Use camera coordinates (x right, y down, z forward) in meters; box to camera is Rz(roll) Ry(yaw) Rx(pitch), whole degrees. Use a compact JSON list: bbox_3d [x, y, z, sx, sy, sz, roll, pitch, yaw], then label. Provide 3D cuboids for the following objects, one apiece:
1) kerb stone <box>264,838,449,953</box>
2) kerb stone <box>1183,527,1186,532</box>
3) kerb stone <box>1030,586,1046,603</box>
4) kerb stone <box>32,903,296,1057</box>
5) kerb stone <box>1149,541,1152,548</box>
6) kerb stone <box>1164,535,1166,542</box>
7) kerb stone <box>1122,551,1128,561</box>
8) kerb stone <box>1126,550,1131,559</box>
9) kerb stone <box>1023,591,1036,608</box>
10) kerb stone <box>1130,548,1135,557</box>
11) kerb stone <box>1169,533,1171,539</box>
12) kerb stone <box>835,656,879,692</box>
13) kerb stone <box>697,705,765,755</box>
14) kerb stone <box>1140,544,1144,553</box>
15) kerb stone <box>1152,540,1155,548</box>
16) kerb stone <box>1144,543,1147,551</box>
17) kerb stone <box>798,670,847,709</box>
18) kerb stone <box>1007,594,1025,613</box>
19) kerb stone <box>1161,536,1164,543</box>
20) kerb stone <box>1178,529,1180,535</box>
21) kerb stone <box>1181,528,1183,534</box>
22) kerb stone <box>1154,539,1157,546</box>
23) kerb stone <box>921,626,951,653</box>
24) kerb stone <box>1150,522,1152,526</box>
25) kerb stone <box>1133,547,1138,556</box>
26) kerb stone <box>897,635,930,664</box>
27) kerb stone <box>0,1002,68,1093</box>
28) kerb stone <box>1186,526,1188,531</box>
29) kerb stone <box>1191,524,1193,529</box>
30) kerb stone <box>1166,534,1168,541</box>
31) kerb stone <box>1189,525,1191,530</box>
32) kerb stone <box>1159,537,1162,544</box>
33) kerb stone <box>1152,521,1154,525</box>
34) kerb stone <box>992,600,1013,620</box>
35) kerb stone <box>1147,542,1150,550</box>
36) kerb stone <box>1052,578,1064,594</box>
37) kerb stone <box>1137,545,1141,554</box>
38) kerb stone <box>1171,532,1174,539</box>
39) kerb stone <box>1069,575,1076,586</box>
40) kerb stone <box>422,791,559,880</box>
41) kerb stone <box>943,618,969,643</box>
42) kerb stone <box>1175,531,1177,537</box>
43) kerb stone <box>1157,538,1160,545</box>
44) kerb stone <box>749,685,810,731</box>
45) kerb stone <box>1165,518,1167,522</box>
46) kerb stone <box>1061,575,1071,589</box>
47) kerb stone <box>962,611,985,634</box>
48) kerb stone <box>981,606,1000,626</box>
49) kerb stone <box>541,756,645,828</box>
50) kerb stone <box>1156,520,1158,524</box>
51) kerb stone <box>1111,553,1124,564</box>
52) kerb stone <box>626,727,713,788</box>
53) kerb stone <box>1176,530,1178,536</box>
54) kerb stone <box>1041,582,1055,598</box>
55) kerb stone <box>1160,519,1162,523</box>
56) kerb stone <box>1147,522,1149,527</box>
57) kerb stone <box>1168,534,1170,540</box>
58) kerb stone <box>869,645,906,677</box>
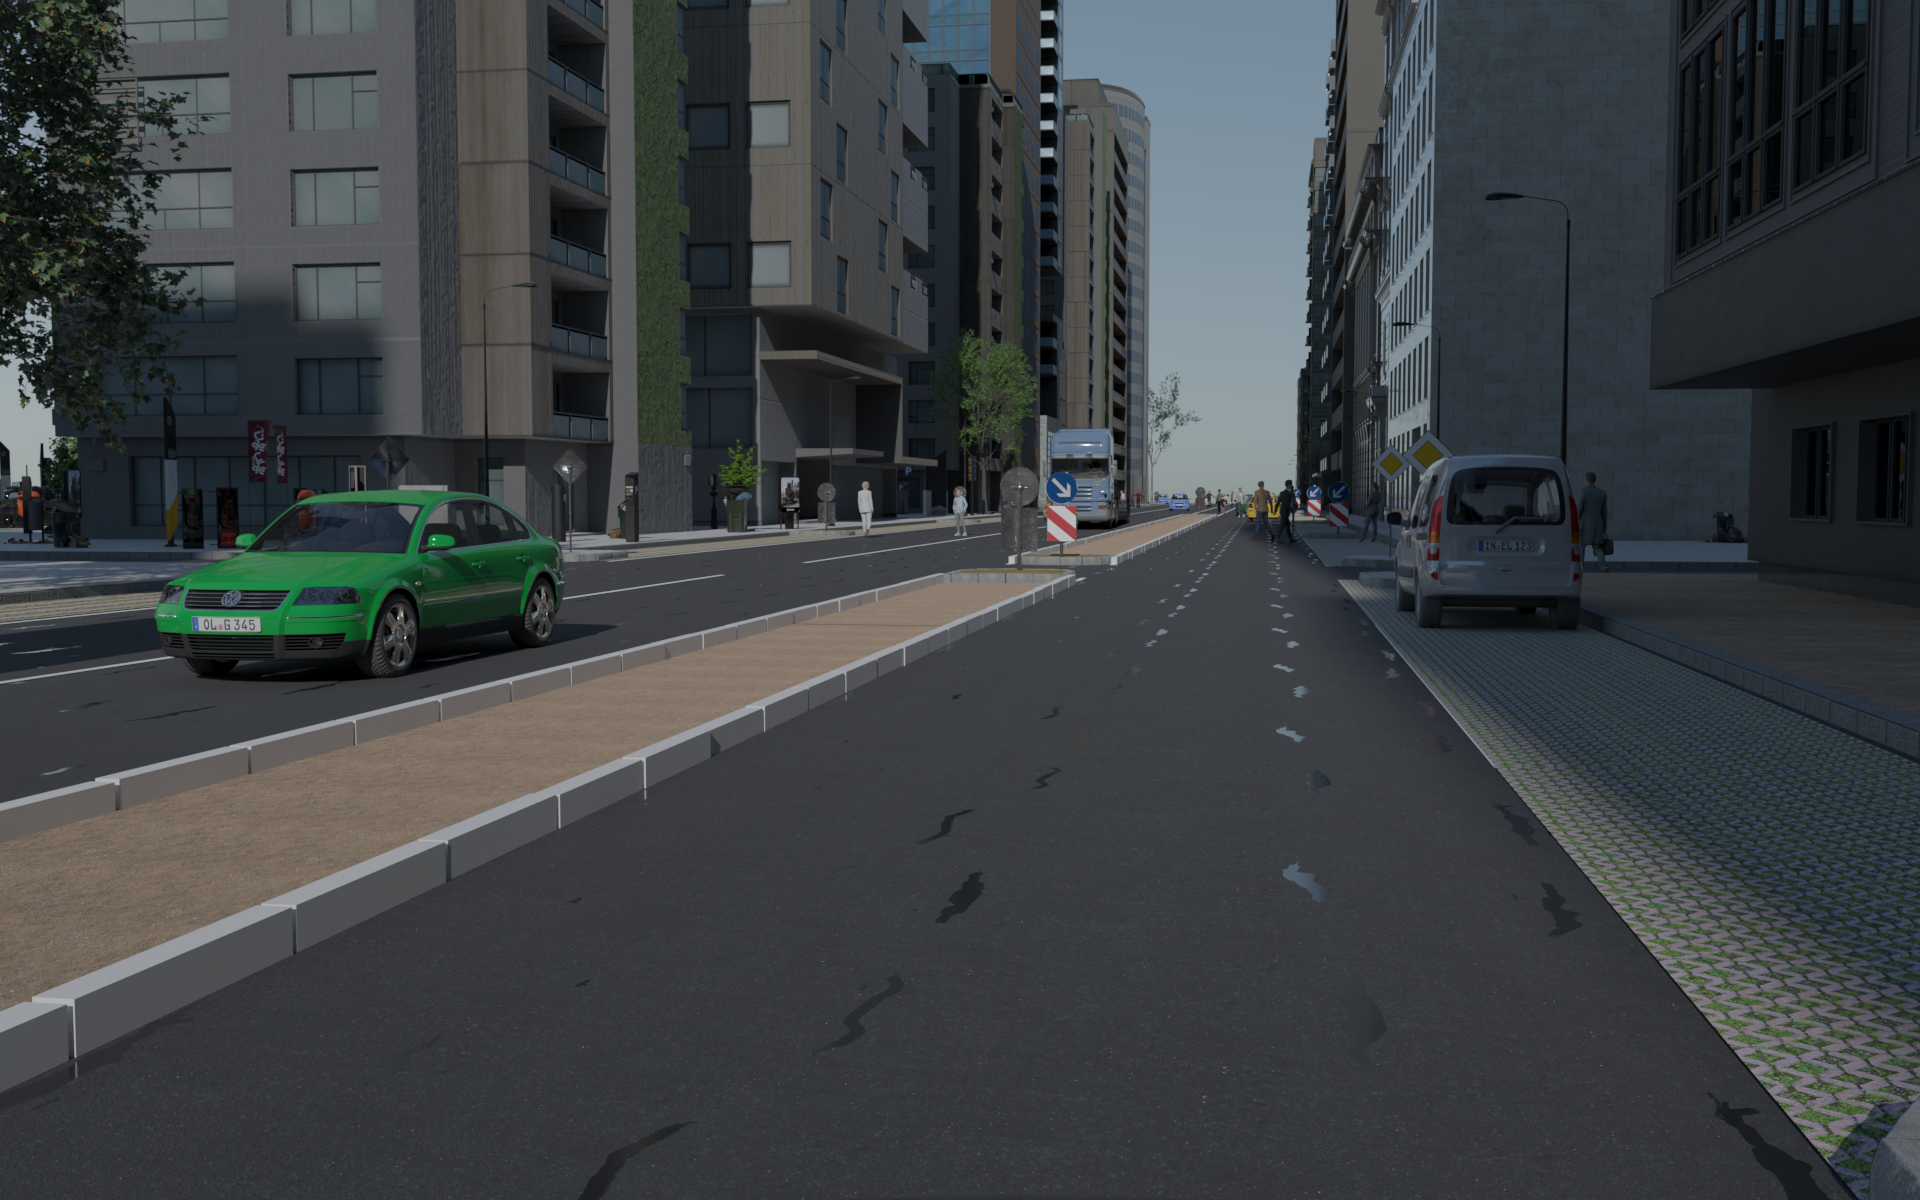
[{"bbox_3d":[-2.044,0.996,5.909,0.120,0.150,1.000,1,4,10],"label":"kerb stone"},{"bbox_3d":[8.036,-2.498,63.042,0.120,0.150,1.000,1,4,10],"label":"kerb stone"},{"bbox_3d":[0.996,-0.052,23.118,0.120,0.150,1.000,1,4,10],"label":"kerb stone"},{"bbox_3d":[-2.220,1.058,4.902,0.120,0.150,1.000,1,4,10],"label":"kerb stone"},{"bbox_3d":[4.832,-1.388,44.897,0.120,0.150,1.000,1,4,10],"label":"kerb stone"},{"bbox_3d":[5.901,-1.758,50.936,0.120,0.150,1.000,1,4,10],"label":"kerb stone"},{"bbox_3d":[3.409,-0.893,36.811,0.120,0.150,1.000,1,4,10],"label":"kerb stone"},{"bbox_3d":[3.581,-0.957,37.835,0.120,0.150,1.000,1,4,10],"label":"kerb stone"},{"bbox_3d":[0.813,0.014,22.112,0.120,0.150,1.000,1,4,10],"label":"kerb stone"},{"bbox_3d":[3.762,-1.012,38.847,0.120,0.150,1.000,1,4,10],"label":"kerb stone"},{"bbox_3d":[6.424,-1.944,53.972,0.120,0.150,1.000,1,4,10],"label":"kerb stone"},{"bbox_3d":[-0.794,0.563,12.992,0.120,0.150,1.000,1,4,10],"label":"kerb stone"},{"bbox_3d":[-1.334,0.755,9.951,0.120,0.150,1.000,1,4,10],"label":"kerb stone"},{"bbox_3d":[4.295,-1.203,41.866,0.120,0.150,1.000,1,4,10],"label":"kerb stone"},{"bbox_3d":[5.006,-1.450,45.903,0.120,0.150,1.000,1,4,10],"label":"kerb stone"},{"bbox_3d":[4.477,-1.265,42.875,0.120,0.150,1.000,1,4,10],"label":"kerb stone"},{"bbox_3d":[-0.976,0.625,11.972,0.120,0.150,1.000,1,4,10],"label":"kerb stone"},{"bbox_3d":[0.633,0.068,21.090,0.120,0.150,1.000,1,4,10],"label":"kerb stone"},{"bbox_3d":[5.725,-1.696,49.929,0.120,0.150,1.000,1,4,10],"label":"kerb stone"},{"bbox_3d":[7.317,-2.251,59.006,0.120,0.150,1.000,1,4,10],"label":"kerb stone"},{"bbox_3d":[7.678,-2.375,61.023,0.120,0.150,1.000,1,4,10],"label":"kerb stone"},{"bbox_3d":[5.187,-1.509,46.911,0.120,0.150,1.000,1,4,10],"label":"kerb stone"},{"bbox_3d":[-0.258,0.378,16.018,0.120,0.150,1.000,1,4,10],"label":"kerb stone"},{"bbox_3d":[8.272,-3.323,76.538,0.120,0.150,1.000,1,4,10],"label":"kerb stone"},{"bbox_3d":[3.946,-1.080,39.852,0.120,0.150,1.000,1,4,10],"label":"kerb stone"},{"bbox_3d":[-0.433,0.439,15.011,0.120,0.150,1.000,1,4,10],"label":"kerb stone"},{"bbox_3d":[-2.401,1.125,3.896,0.120,0.150,1.000,1,4,10],"label":"kerb stone"},{"bbox_3d":[8.394,-2.621,65.054,0.120,0.150,1.000,1,4,10],"label":"kerb stone"},{"bbox_3d":[9.098,-2.868,69.083,0.120,0.150,1.000,1,4,10],"label":"kerb stone"},{"bbox_3d":[6.071,-1.819,51.944,0.120,0.150,1.000,1,4,10],"label":"kerb stone"},{"bbox_3d":[8.749,-2.741,67.069,0.120,0.150,1.000,1,4,10],"label":"kerb stone"},{"bbox_3d":[5.540,-1.635,48.924,0.120,0.150,1.000,1,4,10],"label":"kerb stone"},{"bbox_3d":[8.459,-3.384,77.545,0.120,0.150,1.000,1,4,10],"label":"kerb stone"},{"bbox_3d":[0.456,0.130,20.069,0.120,0.150,1.000,1,4,10],"label":"kerb stone"},{"bbox_3d":[4.660,-1.326,43.889,0.120,0.150,1.000,1,4,10],"label":"kerb stone"},{"bbox_3d":[1.349,-0.176,25.132,0.120,0.150,1.000,1,4,10],"label":"kerb stone"},{"bbox_3d":[4.120,-1.141,40.859,0.120,0.150,1.000,1,4,10],"label":"kerb stone"},{"bbox_3d":[6.611,-2.003,54.978,0.120,0.150,1.000,1,4,10],"label":"kerb stone"},{"bbox_3d":[1.703,-0.300,27.148,0.120,0.150,1.000,1,4,10],"label":"kerb stone"},{"bbox_3d":[-1.869,0.934,6.918,0.120,0.150,1.000,1,4,10],"label":"kerb stone"},{"bbox_3d":[-0.079,0.316,17.039,0.120,0.150,1.000,1,4,10],"label":"kerb stone"},{"bbox_3d":[6.963,-2.128,56.993,0.120,0.150,1.000,1,4,10],"label":"kerb stone"},{"bbox_3d":[5.365,-1.572,47.918,0.120,0.150,1.000,1,4,10],"label":"kerb stone"},{"bbox_3d":[-1.151,0.687,10.965,0.120,0.150,1.000,1,4,10],"label":"kerb stone"},{"bbox_3d":[10.231,-4.001,87.613,0.120,0.150,1.000,1,4,10],"label":"kerb stone"},{"bbox_3d":[1.522,-0.241,26.142,0.120,0.150,1.000,1,4,10],"label":"kerb stone"},{"bbox_3d":[0.094,0.254,18.047,0.120,0.150,1.000,1,4,10],"label":"kerb stone"},{"bbox_3d":[0.272,0.198,19.057,0.120,0.150,1.000,1,4,10],"label":"kerb stone"},{"bbox_3d":[-1.687,0.878,7.924,0.120,0.150,1.000,1,4,10],"label":"kerb stone"},{"bbox_3d":[8.982,-3.570,80.567,0.120,0.150,1.000,1,4,10],"label":"kerb stone"},{"bbox_3d":[3.228,-0.828,35.799,0.120,0.150,1.000,1,4,10],"label":"kerb stone"},{"bbox_3d":[-1.502,0.811,8.929,0.120,0.150,1.000,1,4,10],"label":"kerb stone"},{"bbox_3d":[7.137,-2.188,58.000,0.120,0.150,1.000,1,4,10],"label":"kerb stone"},{"bbox_3d":[1.165,-0.118,24.126,0.120,0.150,1.000,1,4,10],"label":"kerb stone"},{"bbox_3d":[9.522,-3.752,83.587,0.120,0.150,1.000,1,4,10],"label":"kerb stone"},{"bbox_3d":[7.924,-3.200,74.507,0.120,0.150,1.000,1,4,10],"label":"kerb stone"},{"bbox_3d":[6.254,-1.881,52.954,0.120,0.150,1.000,1,4,10],"label":"kerb stone"},{"bbox_3d":[-0.619,0.501,14.006,0.120,0.150,1.000,1,4,10],"label":"kerb stone"}]
